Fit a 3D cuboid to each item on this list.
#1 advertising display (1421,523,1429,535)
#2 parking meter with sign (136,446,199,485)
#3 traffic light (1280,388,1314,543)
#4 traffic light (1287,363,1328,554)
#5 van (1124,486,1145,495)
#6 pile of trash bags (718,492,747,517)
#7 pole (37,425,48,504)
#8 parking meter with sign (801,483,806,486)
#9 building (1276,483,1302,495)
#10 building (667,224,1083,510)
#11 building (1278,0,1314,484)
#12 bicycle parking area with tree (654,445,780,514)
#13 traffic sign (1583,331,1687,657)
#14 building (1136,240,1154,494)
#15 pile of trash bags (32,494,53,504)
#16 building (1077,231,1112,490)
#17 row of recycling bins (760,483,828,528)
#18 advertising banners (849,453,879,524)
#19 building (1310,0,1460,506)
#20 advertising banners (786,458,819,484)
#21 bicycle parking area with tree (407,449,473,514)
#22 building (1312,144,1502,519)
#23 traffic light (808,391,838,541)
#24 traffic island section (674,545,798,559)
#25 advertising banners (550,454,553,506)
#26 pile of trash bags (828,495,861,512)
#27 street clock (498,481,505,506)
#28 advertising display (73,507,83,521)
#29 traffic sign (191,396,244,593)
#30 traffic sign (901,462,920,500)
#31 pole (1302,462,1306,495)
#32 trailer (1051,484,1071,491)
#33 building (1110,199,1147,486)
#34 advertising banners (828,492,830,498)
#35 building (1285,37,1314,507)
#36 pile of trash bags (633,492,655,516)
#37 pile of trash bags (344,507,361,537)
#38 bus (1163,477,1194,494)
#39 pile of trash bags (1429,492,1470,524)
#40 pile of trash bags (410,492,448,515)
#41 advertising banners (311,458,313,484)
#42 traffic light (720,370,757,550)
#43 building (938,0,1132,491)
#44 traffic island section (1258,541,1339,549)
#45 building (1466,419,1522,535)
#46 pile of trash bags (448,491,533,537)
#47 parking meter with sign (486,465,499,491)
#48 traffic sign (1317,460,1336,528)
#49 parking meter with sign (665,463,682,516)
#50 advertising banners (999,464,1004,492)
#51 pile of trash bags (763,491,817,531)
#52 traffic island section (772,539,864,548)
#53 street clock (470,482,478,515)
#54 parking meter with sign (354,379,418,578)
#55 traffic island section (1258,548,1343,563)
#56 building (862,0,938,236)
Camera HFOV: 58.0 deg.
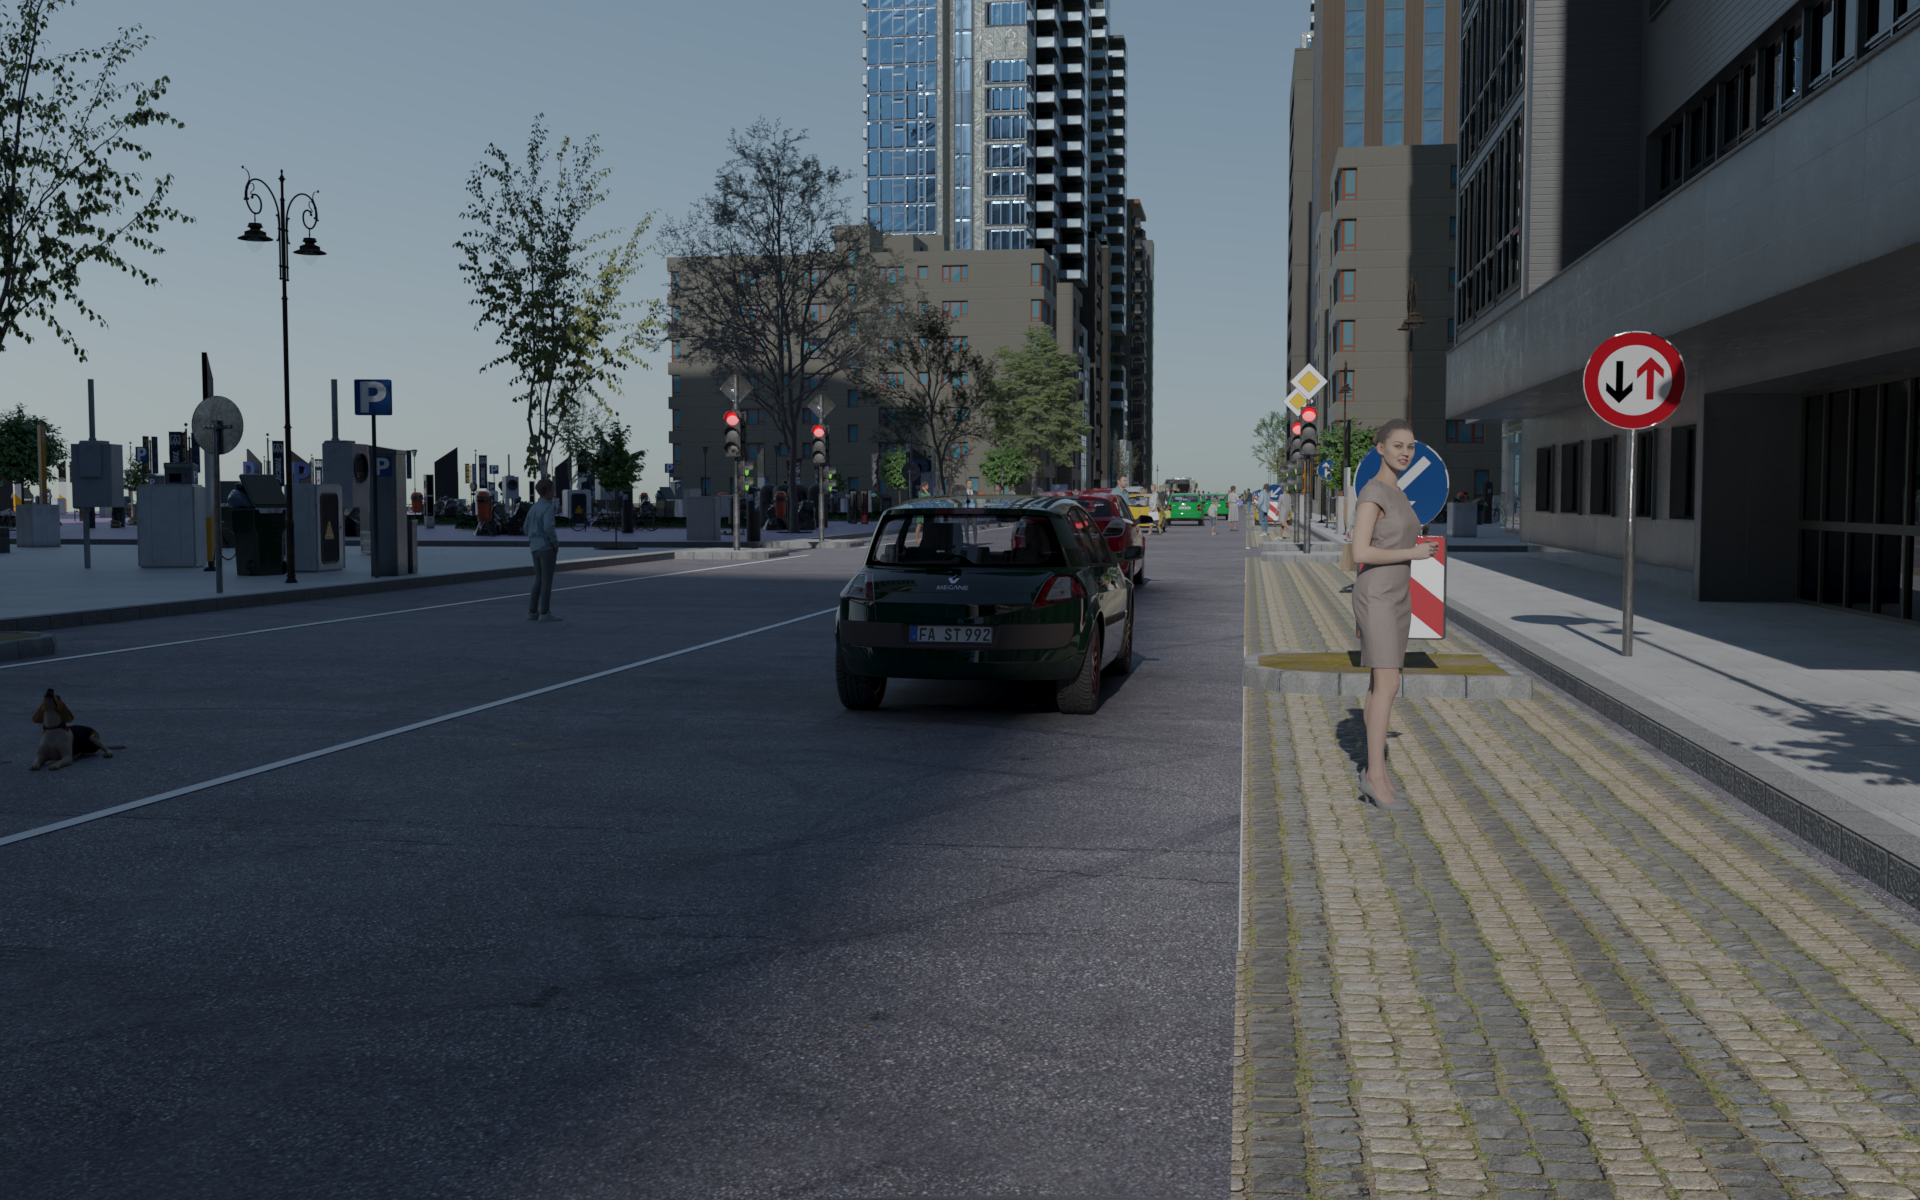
[{"bbox_3d":[8.751,-1.677,32.629,0.123,1.923,0.974,1,4,12],"label":"advertising display"},{"bbox_3d":[-18.948,-2.806,42.146,1.738,3.016,0.543,0,4,-4],"label":"parking meter with sign"},{"bbox_3d":[8.781,-3.441,45.178,0.839,4.253,0.868,1,4,9],"label":"traffic light"},{"bbox_3d":[7.475,-2.959,37.300,0.839,4.253,0.868,1,4,9],"label":"traffic light"},{"bbox_3d":[9.140,-5.278,93.302,2.013,2.044,4.112,1,4,11],"label":"van"},{"bbox_3d":[-11.914,-5.276,96.021,3.447,1.369,1.912,1,4,22],"label":"pile of trash bags"},{"bbox_3d":[-27.078,-3.504,51.136,0.158,3.312,0.155,0,3,0],"label":"pole"},{"bbox_3d":[-10.907,-7.494,118.780,1.738,3.016,0.543,-3,4,-36],"label":"parking meter with sign"},{"bbox_3d":[64.330,-34.838,261.485,32.217,40.220,23.993,1,4,9],"label":"building"},{"bbox_3d":[-5.373,-17.959,138.671,27.650,21.520,28.899,1,4,9],"label":"building"},{"bbox_3d":[54.877,-56.332,233.702,22.319,86.520,31.000,1,4,9],"label":"building"},{"bbox_3d":[-13.188,-7.103,103.130,8.231,4.147,9.016,3,5,42],"label":"bicycle parking area with tree"},{"bbox_3d":[5.278,-0.827,13.622,0.768,2.556,0.104,1,4,12],"label":"traffic sign"},{"bbox_3d":[22.967,-35.986,271.962,14.154,41.232,14.086,1,4,9],"label":"building"},{"bbox_3d":[-62.689,-6.569,117.147,1.912,1.369,3.447,1,4,10],"label":"pile of trash bags"},{"bbox_3d":[8.972,-25.557,189.565,14.160,30.474,14.107,1,4,9],"label":"building"},{"bbox_3d":[-6.516,-3.693,67.493,3.534,1.692,1.069,3,5,41],"label":"row of recycling bins"},{"bbox_3d":[-4.098,-4.760,74.012,0.090,3.025,2.074,-3,5,-41],"label":"advertising banners"},{"bbox_3d":[35.415,-29.879,138.637,14.600,45.320,14.200,1,4,9],"label":"building"},{"bbox_3d":[-8.044,-5.733,89.930,2.074,3.025,0.090,1,4,13],"label":"advertising banners"},{"bbox_3d":[-36.406,-7.730,113.387,9.016,4.147,8.231,-1,4,-23],"label":"bicycle parking area with tree"},{"bbox_3d":[34.841,-15.511,98.641,27.650,21.520,28.899,1,4,9],"label":"building"},{"bbox_3d":[-3.763,-3.566,47.233,0.839,4.253,0.868,1,4,9],"label":"traffic light"},{"bbox_3d":[-5.106,-1.053,39.496,2.009,0.180,2.903,1,4,9],"label":"traffic island section"},{"bbox_3d":[-17.680,-4.817,74.943,0.090,3.025,2.074,-1,4,-9],"label":"advertising banners"},{"bbox_3d":[-7.158,-5.473,99.235,3.447,1.369,1.912,3,5,41],"label":"pile of trash bags"},{"bbox_3d":[-25.320,-5.590,95.969,0.358,2.002,0.471,3,5,45],"label":"street clock"},{"bbox_3d":[-41.172,-4.655,81.318,0.974,1.923,0.123,0,4,5],"label":"advertising display"},{"bbox_3d":[-9.621,-1.365,22.431,0.768,2.556,0.104,1,4,13],"label":"traffic sign"},{"bbox_3d":[-1.967,-4.187,68.568,0.768,2.556,0.104,1,4,14],"label":"traffic sign"},{"bbox_3d":[21.721,-7.069,109.429,0.158,3.312,0.155,0,3,0],"label":"pole"},{"bbox_3d":[6.034,-5.916,103.769,1.471,1.999,3.904,1,4,10],"label":"trailer"},{"bbox_3d":[15.469,-36.498,251.364,22.147,44.769,28.867,1,4,9],"label":"building"},{"bbox_3d":[-8.608,-6.910,109.171,0.090,3.025,2.074,2,4,31],"label":"advertising banners"},{"bbox_3d":[45.113,-34.022,179.955,21.300,48.544,21.600,1,4,9],"label":"building"},{"bbox_3d":[-17.154,-5.073,92.695,1.912,1.369,3.447,0,4,-1],"label":"pile of trash bags"},{"bbox_3d":[-19.441,-2.614,52.487,3.447,1.369,1.912,3,5,43],"label":"pile of trash bags"},{"bbox_3d":[23.248,-11.523,183.268,2.948,3.499,13.247,1,4,10],"label":"bus"},{"bbox_3d":[21.319,-4.073,76.345,3.447,1.369,1.912,-3,5,-40],"label":"pile of trash bags"},{"bbox_3d":[-23.668,-4.192,78.292,1.912,1.369,3.447,1,4,18],"label":"pile of trash bags"},{"bbox_3d":[-31.734,-5.401,84.496,0.090,3.025,2.074,-1,4,-10],"label":"advertising banners"},{"bbox_3d":[-5.068,-3.085,39.355,0.839,4.253,0.868,1,4,9],"label":"traffic light"},{"bbox_3d":[11.230,-55.525,220.505,22.319,86.520,31.000,1,4,9],"label":"building"},{"bbox_3d":[8.818,-1.407,45.286,2.009,0.180,2.903,1,4,9],"label":"traffic island section"},{"bbox_3d":[31.638,-26.508,53.014,30.456,49.044,23.786,1,4,9],"label":"building"},{"bbox_3d":[-14.137,-2.676,53.511,1.912,1.369,3.447,0,4,5],"label":"pile of trash bags"},{"bbox_3d":[-28.291,-6.620,104.499,0.543,3.016,1.738,-2,4,-28],"label":"parking meter with sign"},{"bbox_3d":[13.844,-3.986,65.272,0.768,2.556,0.104,1,4,11],"label":"traffic sign"},{"bbox_3d":[-16.039,-6.205,97.708,0.543,3.016,1.738,-2,4,-33],"label":"parking meter with sign"},{"bbox_3d":[2.241,-6.454,101.706,0.090,3.025,2.074,1,4,20],"label":"advertising banners"},{"bbox_3d":[-6.116,-3.163,61.470,1.912,1.369,3.447,0,4,3],"label":"pile of trash bags"},{"bbox_3d":[-3.801,-1.535,47.374,2.009,0.180,2.903,1,4,9],"label":"traffic island section"},{"bbox_3d":[-30.136,-6.285,107.334,0.471,2.002,0.358,2,4,32],"label":"street clock"},{"bbox_3d":[-8.952,-1.891,27.184,0.543,3.016,1.738,0,4,-3],"label":"parking meter with sign"},{"bbox_3d":[7.513,-0.925,37.408,2.009,0.180,2.903,1,4,9],"label":"traffic island section"},{"bbox_3d":[2.061,-52.202,166.178,22.319,86.520,31.000,1,4,9],"label":"building"}]
